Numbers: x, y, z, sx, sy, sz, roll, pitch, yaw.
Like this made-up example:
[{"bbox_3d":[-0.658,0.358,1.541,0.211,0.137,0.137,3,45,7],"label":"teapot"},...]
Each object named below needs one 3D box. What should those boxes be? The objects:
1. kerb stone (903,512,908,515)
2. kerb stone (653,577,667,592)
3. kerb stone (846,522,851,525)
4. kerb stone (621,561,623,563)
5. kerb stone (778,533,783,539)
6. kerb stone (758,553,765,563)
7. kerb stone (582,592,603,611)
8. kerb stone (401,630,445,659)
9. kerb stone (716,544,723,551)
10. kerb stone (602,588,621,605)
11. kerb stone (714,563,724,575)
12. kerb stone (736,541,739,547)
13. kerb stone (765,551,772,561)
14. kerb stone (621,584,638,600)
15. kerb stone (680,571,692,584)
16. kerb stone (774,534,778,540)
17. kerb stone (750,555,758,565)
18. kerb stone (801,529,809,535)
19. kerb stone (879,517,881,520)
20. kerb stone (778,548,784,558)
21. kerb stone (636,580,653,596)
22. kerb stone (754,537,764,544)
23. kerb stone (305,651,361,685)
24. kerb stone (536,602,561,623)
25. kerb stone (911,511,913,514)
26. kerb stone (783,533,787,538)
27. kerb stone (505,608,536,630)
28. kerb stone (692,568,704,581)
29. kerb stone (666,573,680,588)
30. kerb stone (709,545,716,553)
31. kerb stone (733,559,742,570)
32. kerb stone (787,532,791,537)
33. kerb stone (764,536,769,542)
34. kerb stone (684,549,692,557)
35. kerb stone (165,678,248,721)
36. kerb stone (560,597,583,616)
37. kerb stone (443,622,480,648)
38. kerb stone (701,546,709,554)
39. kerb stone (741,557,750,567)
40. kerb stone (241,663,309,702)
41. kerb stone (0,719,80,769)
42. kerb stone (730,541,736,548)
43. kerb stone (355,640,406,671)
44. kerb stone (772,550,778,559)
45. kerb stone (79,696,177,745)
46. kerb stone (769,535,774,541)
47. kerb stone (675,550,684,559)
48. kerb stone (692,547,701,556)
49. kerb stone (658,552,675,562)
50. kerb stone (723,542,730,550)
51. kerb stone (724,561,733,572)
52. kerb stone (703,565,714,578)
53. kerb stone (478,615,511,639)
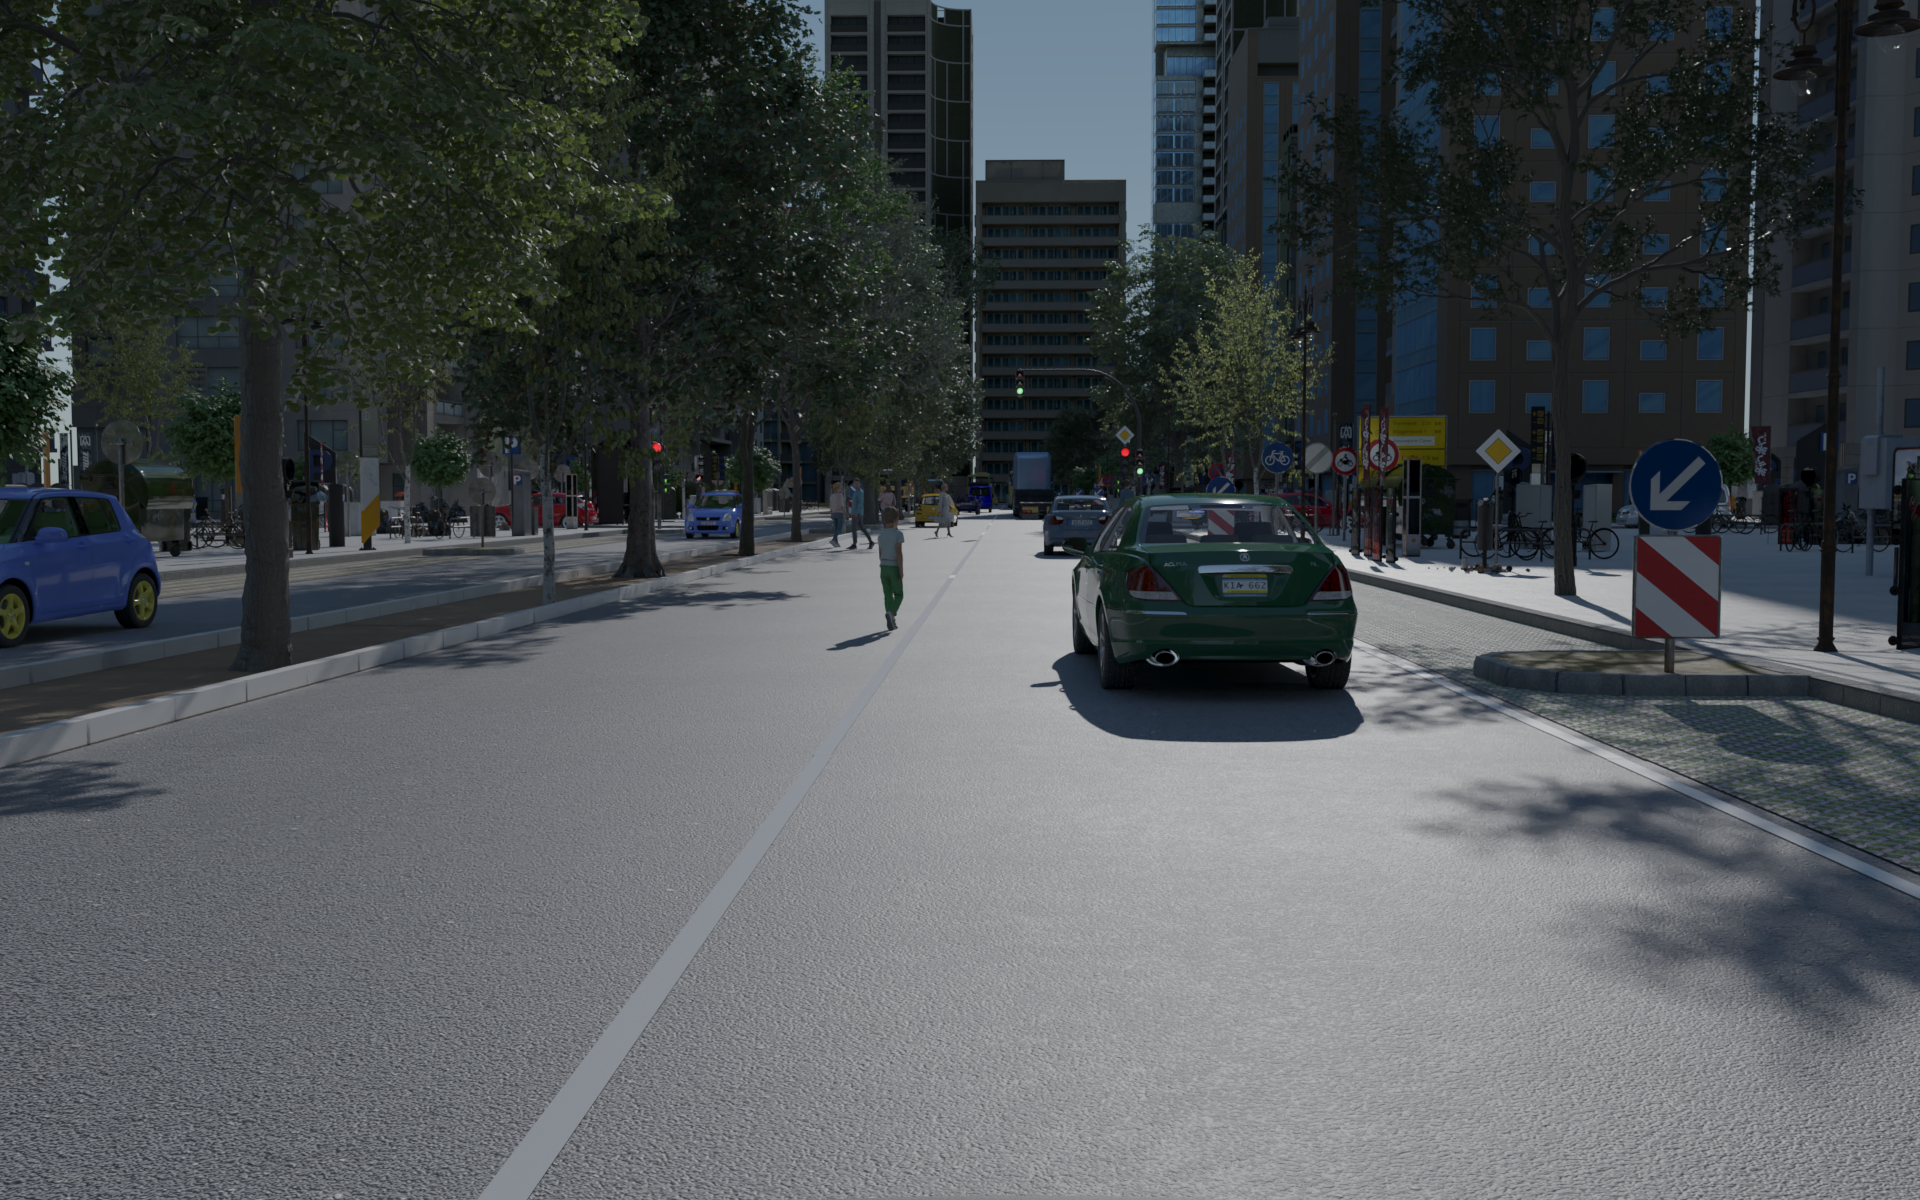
[{"bbox_3d":[-3.763,-6.079,121.676,0.120,0.150,1.000,0,4,2],"label":"kerb stone"},{"bbox_3d":[-4.553,-0.218,25.782,0.120,0.150,1.000,0,4,2],"label":"kerb stone"},{"bbox_3d":[-5.033,-3.514,79.656,0.120,0.150,1.000,0,4,2],"label":"kerb stone"},{"bbox_3d":[-6.435,-0.658,32.983,0.120,0.150,1.000,0,4,2],"label":"kerb stone"},{"bbox_3d":[-5.787,-1.978,54.540,0.120,0.150,1.000,0,4,2],"label":"kerb stone"},{"bbox_3d":[-4.242,-0.842,36.045,0.120,0.150,1.000,0,4,2],"label":"kerb stone"},{"bbox_3d":[-4.678,0.031,21.681,0.120,0.150,1.000,0,4,2],"label":"kerb stone"},{"bbox_3d":[-4.862,0.408,15.525,0.120,0.150,1.000,0,4,2],"label":"kerb stone"},{"bbox_3d":[-6.127,-1.284,43.259,0.120,0.150,1.000,0,4,2],"label":"kerb stone"},{"bbox_3d":[-4.649,-0.031,22.703,0.120,0.150,1.000,0,4,2],"label":"kerb stone"},{"bbox_3d":[-4.398,-0.533,30.917,0.120,0.150,1.000,0,4,2],"label":"kerb stone"},{"bbox_3d":[-6.035,-1.477,46.337,0.120,0.150,1.000,0,4,2],"label":"kerb stone"},{"bbox_3d":[-4.212,-0.910,37.076,0.120,0.150,1.000,0,4,2],"label":"kerb stone"},{"bbox_3d":[-4.612,-0.090,23.724,0.120,0.150,1.000,0,4,2],"label":"kerb stone"},{"bbox_3d":[-4.493,-0.345,27.835,0.120,0.150,1.000,0,4,2],"label":"kerb stone"},{"bbox_3d":[-5.815,-1.914,53.513,0.120,0.150,1.000,0,4,2],"label":"kerb stone"},{"bbox_3d":[-4.277,-0.780,35.023,0.120,0.150,1.000,0,4,2],"label":"kerb stone"},{"bbox_3d":[-5.543,-2.478,62.747,0.120,0.150,1.000,0,4,2],"label":"kerb stone"},{"bbox_3d":[-4.439,-4.703,99.145,0.120,0.150,1.000,0,4,2],"label":"kerb stone"},{"bbox_3d":[-4.149,-1.036,39.128,0.120,0.150,1.000,0,4,2],"label":"kerb stone"},{"bbox_3d":[-4.584,-0.156,24.751,0.120,0.150,1.000,0,4,2],"label":"kerb stone"},{"bbox_3d":[-5.913,-1.726,50.438,0.120,0.150,1.000,0,4,2],"label":"kerb stone"},{"bbox_3d":[-4.928,0.536,13.462,0.120,0.150,1.000,0,4,2],"label":"kerb stone"},{"bbox_3d":[-4.739,0.157,19.636,0.120,0.150,1.000,0,4,2],"label":"kerb stone"},{"bbox_3d":[-3.662,-6.271,124.752,0.120,0.150,1.000,0,4,2],"label":"kerb stone"},{"bbox_3d":[-5.750,-2.041,55.563,0.120,0.150,1.000,0,4,2],"label":"kerb stone"},{"bbox_3d":[-4.779,0.220,18.603,0.120,0.150,1.000,0,4,2],"label":"kerb stone"},{"bbox_3d":[-4.465,-0.402,28.864,0.120,0.150,1.000,0,4,2],"label":"kerb stone"},{"bbox_3d":[-4.523,-0.281,26.813,0.120,0.150,1.000,0,4,2],"label":"kerb stone"},{"bbox_3d":[-6.156,-1.224,42.237,0.120,0.150,1.000,0,4,2],"label":"kerb stone"},{"bbox_3d":[-4.338,-0.657,32.964,0.120,0.150,1.000,0,4,2],"label":"kerb stone"},{"bbox_3d":[-5.724,-2.103,56.585,0.120,0.150,1.000,0,4,2],"label":"kerb stone"},{"bbox_3d":[-5.880,-1.786,51.461,0.120,0.150,1.000,0,4,2],"label":"kerb stone"},{"bbox_3d":[-6.258,-1.037,39.156,0.120,0.150,1.000,0,4,2],"label":"kerb stone"},{"bbox_3d":[-4.990,0.659,11.419,0.120,0.150,1.000,0,4,2],"label":"kerb stone"},{"bbox_3d":[-4.712,0.094,20.657,0.120,0.150,1.000,0,4,2],"label":"kerb stone"},{"bbox_3d":[-4.830,0.345,16.557,0.120,0.150,1.000,0,4,2],"label":"kerb stone"},{"bbox_3d":[-6.182,-1.163,41.211,0.120,0.150,1.000,0,4,2],"label":"kerb stone"},{"bbox_3d":[-4.312,-0.722,33.999,0.120,0.150,1.000,0,4,2],"label":"kerb stone"},{"bbox_3d":[-4.956,0.597,12.440,0.120,0.150,1.000,0,4,2],"label":"kerb stone"},{"bbox_3d":[-5.047,0.785,9.364,0.120,0.150,1.000,0,4,2],"label":"kerb stone"},{"bbox_3d":[-6.064,-1.414,45.311,0.120,0.150,1.000,0,4,2],"label":"kerb stone"},{"bbox_3d":[-4.895,0.471,14.495,0.120,0.150,1.000,0,4,2],"label":"kerb stone"},{"bbox_3d":[-4.188,-0.973,38.104,0.120,0.150,1.000,0,4,2],"label":"kerb stone"},{"bbox_3d":[-5.016,0.723,10.397,0.120,0.150,1.000,0,4,2],"label":"kerb stone"},{"bbox_3d":[-5.856,-1.853,52.486,0.120,0.150,1.000,0,4,2],"label":"kerb stone"},{"bbox_3d":[-6.284,-0.974,38.119,0.120,0.150,1.000,0,4,2],"label":"kerb stone"},{"bbox_3d":[-6.218,-1.098,40.178,0.120,0.150,1.000,0,4,2],"label":"kerb stone"},{"bbox_3d":[-6.315,-0.907,37.091,0.120,0.150,1.000,0,4,2],"label":"kerb stone"},{"bbox_3d":[-6.097,-1.351,44.280,0.120,0.150,1.000,0,4,2],"label":"kerb stone"},{"bbox_3d":[-4.370,-0.596,31.939,0.120,0.150,1.000,0,4,2],"label":"kerb stone"},{"bbox_3d":[-4.436,-0.471,29.891,0.120,0.150,1.000,0,4,2],"label":"kerb stone"},{"bbox_3d":[-4.794,0.284,17.581,0.120,0.150,1.000,0,4,2],"label":"kerb stone"}]
